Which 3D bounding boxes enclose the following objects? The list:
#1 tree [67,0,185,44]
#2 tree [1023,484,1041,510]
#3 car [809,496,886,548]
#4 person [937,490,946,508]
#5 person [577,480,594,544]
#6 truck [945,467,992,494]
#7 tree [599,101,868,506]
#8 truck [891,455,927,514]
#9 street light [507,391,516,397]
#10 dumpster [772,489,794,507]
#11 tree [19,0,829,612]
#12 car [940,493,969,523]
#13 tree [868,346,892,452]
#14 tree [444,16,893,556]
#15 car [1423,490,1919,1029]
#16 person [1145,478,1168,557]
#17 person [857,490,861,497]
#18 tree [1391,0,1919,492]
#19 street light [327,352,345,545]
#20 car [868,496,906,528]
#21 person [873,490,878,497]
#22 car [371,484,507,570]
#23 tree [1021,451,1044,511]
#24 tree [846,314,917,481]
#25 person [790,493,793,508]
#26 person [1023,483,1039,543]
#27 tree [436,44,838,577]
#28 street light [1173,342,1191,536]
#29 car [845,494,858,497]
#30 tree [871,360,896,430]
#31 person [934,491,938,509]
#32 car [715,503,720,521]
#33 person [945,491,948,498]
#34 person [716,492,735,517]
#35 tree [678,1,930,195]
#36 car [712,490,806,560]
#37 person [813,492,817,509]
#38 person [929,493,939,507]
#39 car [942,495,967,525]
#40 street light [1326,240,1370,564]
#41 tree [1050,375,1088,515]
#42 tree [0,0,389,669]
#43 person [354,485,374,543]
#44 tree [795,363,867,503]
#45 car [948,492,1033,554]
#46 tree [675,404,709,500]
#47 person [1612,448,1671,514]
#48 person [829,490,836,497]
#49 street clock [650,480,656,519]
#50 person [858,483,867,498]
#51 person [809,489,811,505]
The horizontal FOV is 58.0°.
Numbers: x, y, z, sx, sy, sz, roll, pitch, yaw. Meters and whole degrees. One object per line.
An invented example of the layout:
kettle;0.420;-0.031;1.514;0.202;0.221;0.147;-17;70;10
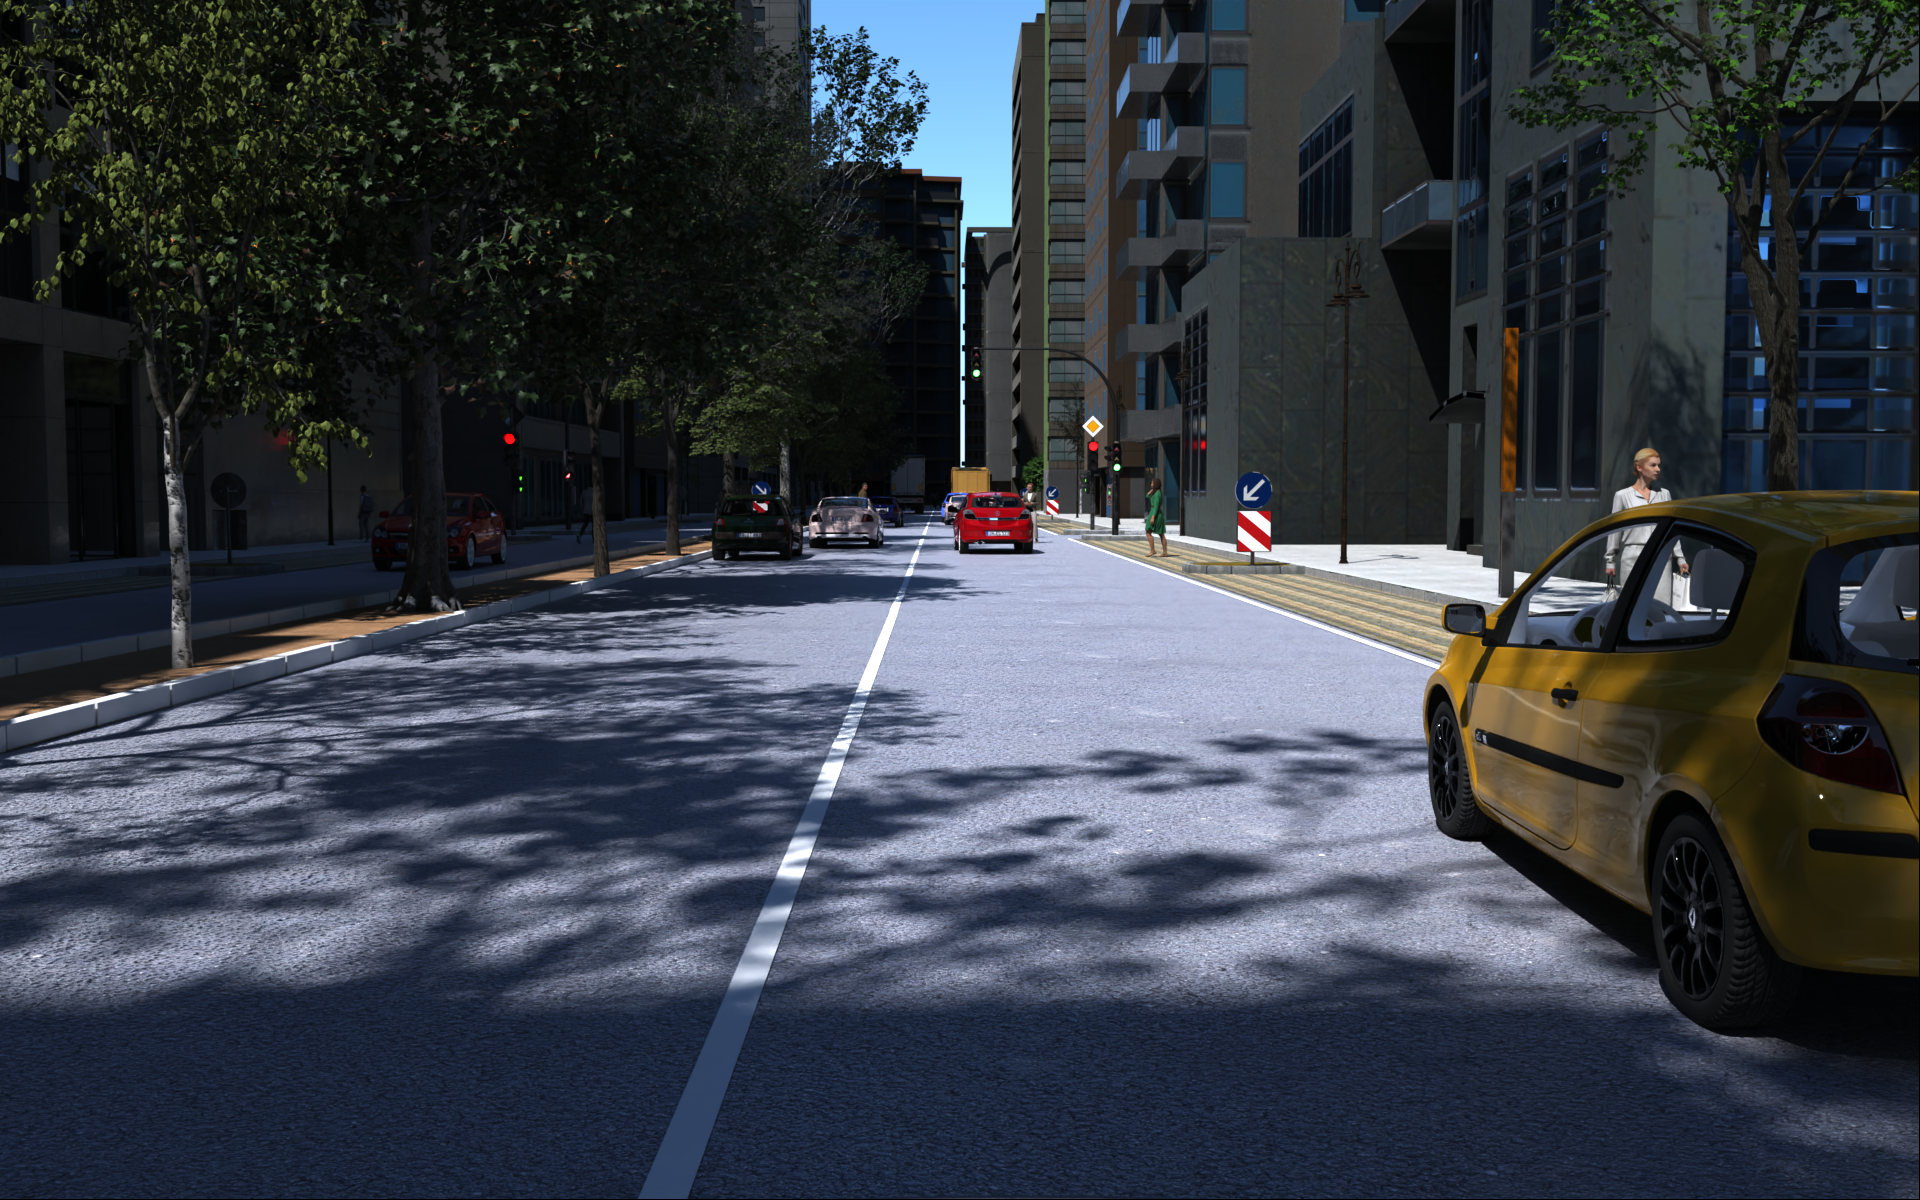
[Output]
tree;-6.180;-4.282;6.885;8.767;10.594;7.601;0;4;-1
tree;5.815;-8.922;140.481;1.663;3.219;1.824;0;3;0
car;-3.071;-2.132;47.218;2.083;1.381;4.827;0;4;0
person;-1.906;-10.416;178.827;1.348;1.821;0.705;-1;4;-17
person;-10.742;-2.555;50.124;0.661;1.843;0.795;2;4;26
truck;0.684;-7.815;123.697;3.469;3.379;9.791;0;4;-1
tree;-6.805;-7.928;50.201;7.486;12.596;7.792;0;3;0
truck;-3.880;-8.626;129.950;2.839;4.237;11.283;0;4;-1
street light;-15.893;-5.454;61.953;0.468;5.910;1.993;0;4;-1
dumpster;-14.805;-8.353;144.782;1.865;1.857;1.264;0;4;-1
tree;-6.548;-6.215;21.078;9.611;12.733;9.660;0;3;0
car;-0.077;-4.780;87.748;1.945;1.707;3.694;0;4;1
tree;-7.476;-10.426;91.044;7.486;12.596;7.792;0;3;0
tree;-6.624;-7.757;39.652;12.009;13.543;11.850;0;3;0
car;2.838;0.255;6.052;2.015;1.641;3.980;0;4;1
person;4.436;-1.852;39.024;0.529;1.795;0.600;0;4;4
person;-7.161;-7.075;124.664;0.782;1.767;0.515;-1;4;-9
tree;7.424;-5.503;15.725;9.928;11.665;9.643;0;3;0
street light;-15.739;-4.304;43.165;0.468;5.910;1.993;0;4;-1
car;-3.361;-3.837;75.313;1.945;1.354;3.894;0;4;1
person;-7.659;-9.102;157.326;0.705;1.822;1.348;2;4;25
car;-10.168;-1.525;33.980;2.155;1.783;4.494;0;4;-2
tree;6.284;-8.997;130.820;4.285;4.588;4.351;0;3;0
tree;-7.423;-11.377;105.486;9.611;12.733;9.660;0;3;0
person;-11.835;-6.809;120.175;0.624;1.780;0.694;1;4;13
person;2.045;-2.541;50.602;0.519;1.759;0.362;1;4;17
tree;-6.145;-5.687;29.860;8.767;10.594;7.601;0;4;-1
street light;6.819;-4.903;52.948;0.468;5.910;1.993;0;4;-1
car;-10.607;-9.898;170.628;1.959;1.807;4.718;0;4;1
tree;-7.020;-8.644;78.195;8.767;10.594;7.601;0;4;-1
person;-2.257;-9.527;164.989;0.721;1.735;1.217;0;4;7
car;-10.976;-4.486;85.708;2.083;1.381;4.827;0;4;0
person;-1.448;-11.591;198.539;0.617;1.759;0.750;-1;4;-17
person;-7.021;-2.656;52.206;0.678;1.792;0.850;0;4;-3
tree;-7.893;-12.714;66.228;12.611;20.169;13.585;0;3;0
car;-4.499;-1.775;38.804;2.009;1.686;4.222;0;4;0
person;-9.511;-6.548;115.908;0.601;1.785;0.444;0;4;-5
person;-2.788;-11.215;191.844;1.348;1.826;0.705;-1;4;-12
car;0.195;-4.233;81.569;2.083;1.381;4.827;0;4;-1
street light;7.090;-3.611;31.830;0.468;5.910;1.993;0;4;-1
tree;7.741;-9.598;107.294;4.360;8.622;3.978;0;3;0
tree;-6.327;-3.723;13.695;4.737;8.622;4.395;0;3;0
person;-15.777;-2.275;45.828;0.523;1.515;0.503;-1;4;-15
tree;-7.253;-8.850;97.519;4.737;8.622;4.395;0;3;0
car;0.791;-2.076;42.976;2.155;1.783;4.494;0;4;-3
tree;-17.653;-9.690;108.797;4.737;8.622;4.395;0;3;0
person;5.287;-0.273;13.322;0.694;1.780;0.624;1;4;16
person;-13.589;-10.840;185.743;1.348;1.823;0.705;1;4;21
street clock;-15.784;-5.163;88.986;0.358;2.002;0.471;0;4;-3
person;-3.516;-3.305;62.448;0.656;1.842;0.836;3;5;39
person;-17.318;-11.828;199.438;0.705;1.823;1.348;0;4;-5
